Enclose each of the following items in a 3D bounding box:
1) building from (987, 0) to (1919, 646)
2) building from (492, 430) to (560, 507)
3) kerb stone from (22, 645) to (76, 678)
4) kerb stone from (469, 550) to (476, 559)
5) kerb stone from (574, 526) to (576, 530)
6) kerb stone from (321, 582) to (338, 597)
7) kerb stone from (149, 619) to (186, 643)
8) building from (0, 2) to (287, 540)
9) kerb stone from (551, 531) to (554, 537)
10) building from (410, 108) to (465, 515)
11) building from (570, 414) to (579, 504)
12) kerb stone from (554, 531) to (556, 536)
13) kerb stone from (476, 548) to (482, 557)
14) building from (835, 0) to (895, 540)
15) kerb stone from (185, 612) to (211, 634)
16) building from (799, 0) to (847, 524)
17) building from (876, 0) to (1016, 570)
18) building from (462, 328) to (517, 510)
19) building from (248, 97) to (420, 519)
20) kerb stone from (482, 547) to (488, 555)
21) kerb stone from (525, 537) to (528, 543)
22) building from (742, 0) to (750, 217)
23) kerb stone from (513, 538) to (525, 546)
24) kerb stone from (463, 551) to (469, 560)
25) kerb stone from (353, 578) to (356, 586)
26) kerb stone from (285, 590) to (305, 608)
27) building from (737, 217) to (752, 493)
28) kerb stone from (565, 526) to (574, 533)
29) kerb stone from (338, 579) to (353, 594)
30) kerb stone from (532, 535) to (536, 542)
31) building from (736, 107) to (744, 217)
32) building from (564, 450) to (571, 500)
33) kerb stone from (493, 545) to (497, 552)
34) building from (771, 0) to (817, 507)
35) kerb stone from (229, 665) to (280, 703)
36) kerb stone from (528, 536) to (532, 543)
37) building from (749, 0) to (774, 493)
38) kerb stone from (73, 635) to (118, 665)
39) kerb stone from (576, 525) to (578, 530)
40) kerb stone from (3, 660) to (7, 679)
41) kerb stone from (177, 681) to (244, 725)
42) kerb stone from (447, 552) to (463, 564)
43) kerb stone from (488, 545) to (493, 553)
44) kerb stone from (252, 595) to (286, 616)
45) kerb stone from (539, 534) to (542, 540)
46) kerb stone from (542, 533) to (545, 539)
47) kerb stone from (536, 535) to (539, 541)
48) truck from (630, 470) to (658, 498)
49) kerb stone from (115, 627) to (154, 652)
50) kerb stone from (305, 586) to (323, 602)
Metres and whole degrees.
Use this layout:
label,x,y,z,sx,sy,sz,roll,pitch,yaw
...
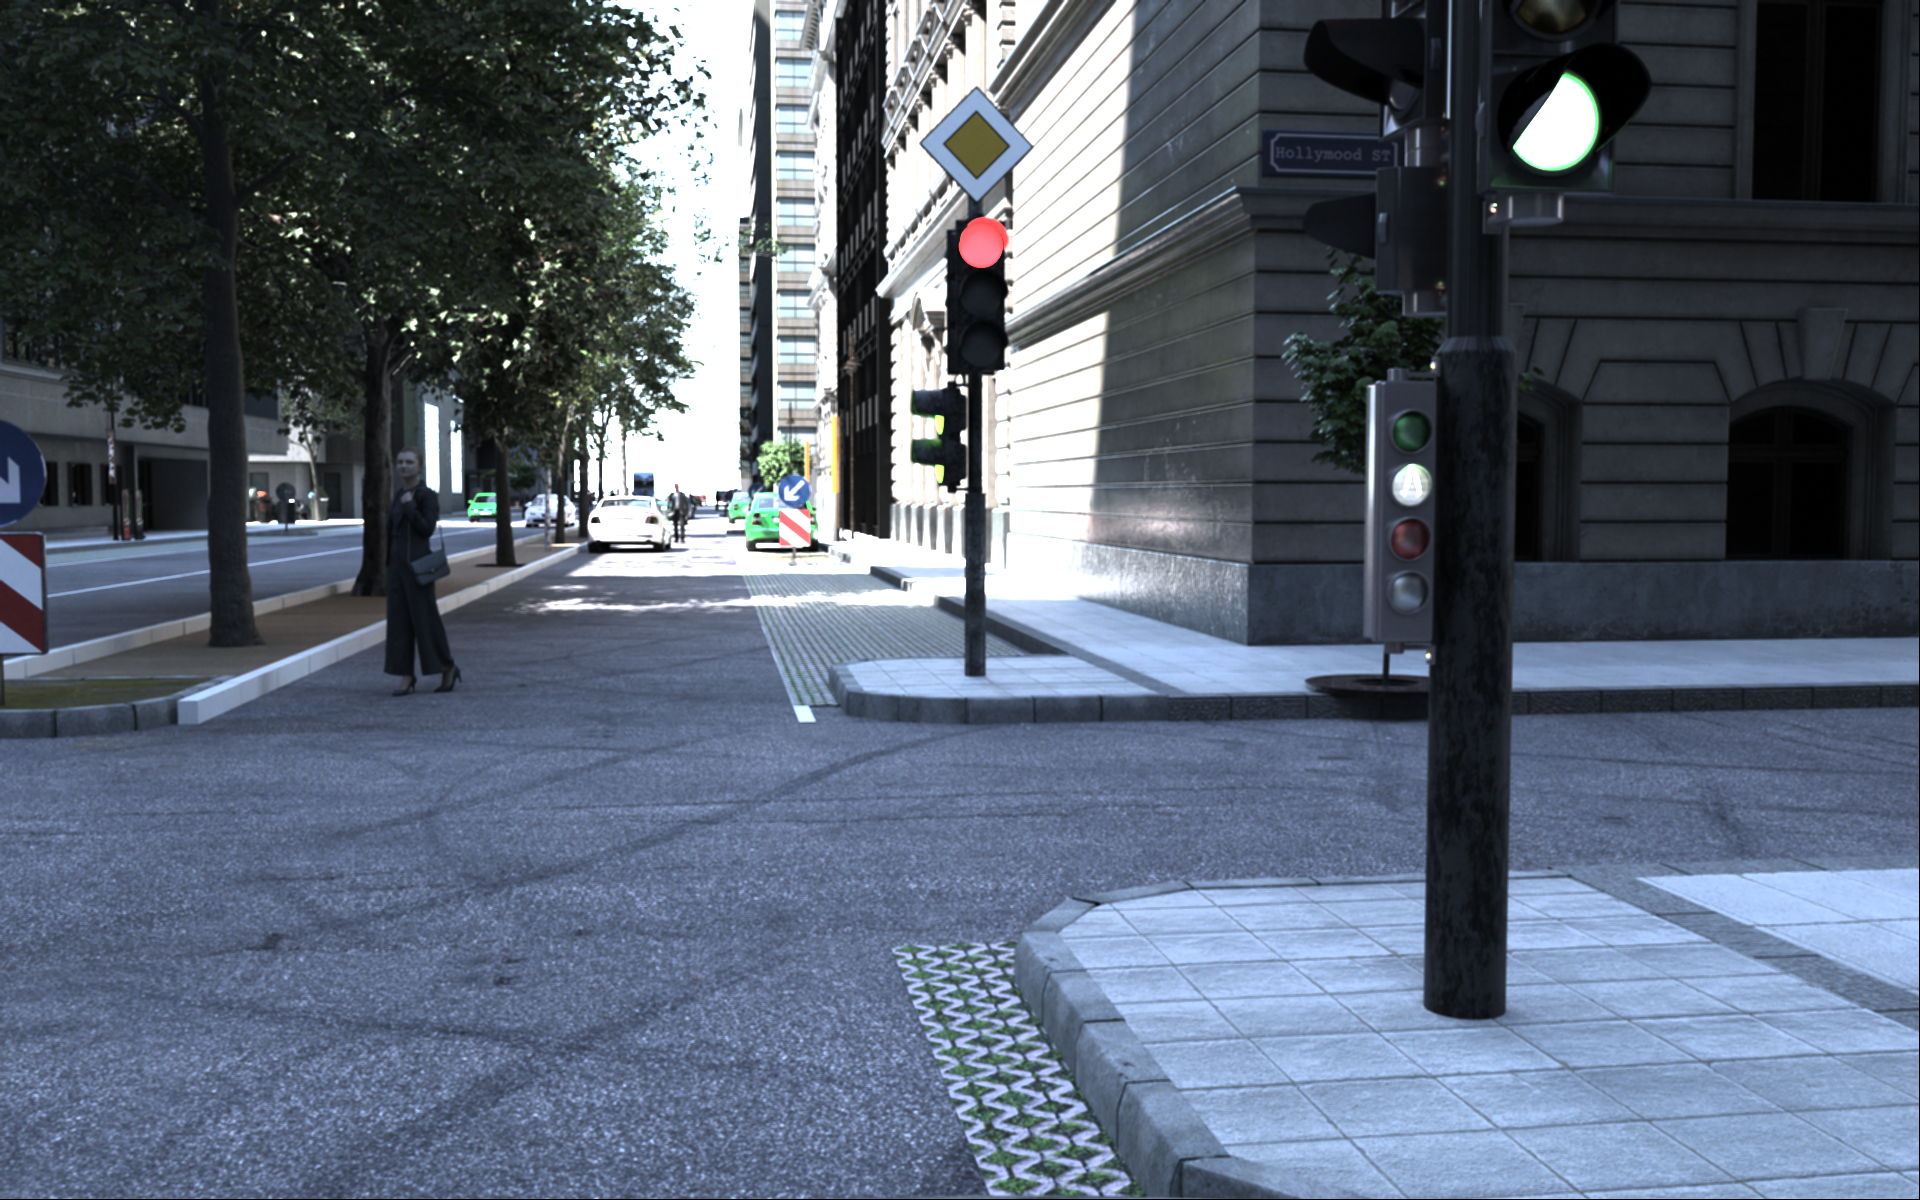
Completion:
label,x,y,z,sx,sy,sz,roll,pitch,yaw
building,18.447,-12.372,21.362,34.723,24.649,14.460,-1,4,-8
building,-53.432,-38.921,178.351,21.231,58.520,28.212,-1,4,-8
kerb stone,-7.386,0.505,13.942,0.120,0.150,1.000,-1,4,-8
kerb stone,-10.906,-0.988,38.343,0.120,0.150,1.000,-1,4,-8
kerb stone,-15.013,-2.723,66.764,0.120,0.150,1.000,-1,4,-8
kerb stone,-8.856,-0.116,24.095,0.120,0.150,1.000,-1,4,-8
kerb stone,-7.828,0.319,16.984,0.120,0.150,1.000,-1,4,-8
building,-31.474,-14.275,52.457,14.314,24.678,30.058,-1,4,-8
kerb stone,-13.683,-2.166,57.616,0.120,0.150,1.000,-1,4,-8
building,-43.969,-48.800,110.560,22.319,86.520,31.000,-1,4,-8
building,-59.828,-34.645,221.069,22.147,44.769,28.867,-1,4,-8
kerb stone,-13.983,-2.290,59.641,0.120,0.150,1.000,-1,4,-8
kerb stone,-11.056,-1.049,39.354,0.120,0.150,1.000,-1,4,-8
building,2.672,-13.879,56.595,12.332,23.373,15.834,-1,4,-8
kerb stone,-7.970,0.261,18.007,0.120,0.150,1.000,-1,4,-8
building,0.441,-17.663,76.187,14.401,28.519,23.554,-1,4,-8
building,4.146,-12.804,38.224,11.050,23.489,19.941,-1,4,-8
building,-51.399,-33.699,140.215,28.713,52.752,27.495,-1,4,-8
building,-36.912,-19.501,90.541,14.160,30.474,14.107,-1,4,-8
kerb stone,-11.199,-1.108,40.373,0.120,0.150,1.000,-1,4,-8
kerb stone,-12.529,-1.670,49.495,0.120,0.150,1.000,-1,4,-8
building,-14.787,-40.472,203.709,21.231,58.520,28.212,-1,4,-8
kerb stone,-12.365,-1.604,48.486,0.120,0.150,1.000,-1,4,-8
kerb stone,-10.757,-0.925,37.315,0.120,0.150,1.000,-1,4,-8
kerb stone,-9.152,-0.238,26.130,0.120,0.150,1.000,-1,4,-8
kerb stone,-8.557,0.008,22.068,0.120,0.150,1.000,-1,4,-8
building,-16.371,-25.156,182.998,14.160,30.474,14.107,-1,4,-8
kerb stone,-14.859,-2.659,65.743,0.120,0.150,1.000,-1,4,-8
kerb stone,-8.999,-0.178,25.113,0.120,0.150,1.000,-1,4,-8
kerb stone,-12.810,-1.794,51.522,0.120,0.150,1.000,-1,4,-8
building,-15.280,-39.346,232.552,28.713,52.752,27.495,-1,4,-8
building,-52.956,-26.233,200.614,14.160,30.474,14.107,-1,4,-8
kerb stone,-11.493,-1.235,42.395,0.120,0.150,1.000,-1,4,-8
building,-4.171,-25.643,102.850,14.154,41.232,14.086,-1,4,-8
kerb stone,-5.023,0.607,12.274,0.120,0.150,1.000,-1,4,-8
kerb stone,-12.661,-1.728,50.508,0.120,0.150,1.000,-1,4,-8
building,-7.450,-32.320,152.135,21.300,48.544,21.600,-1,4,-8
kerb stone,-7.529,0.442,14.962,0.120,0.150,1.000,-1,4,-8
kerb stone,-15.152,-2.786,67.778,0.120,0.150,1.000,-1,4,-8
kerb stone,-7.239,0.567,12.931,0.120,0.150,1.000,-1,4,-8
kerb stone,-4.873,0.670,11.264,0.120,0.150,1.000,-1,4,-8
kerb stone,-10.607,-0.862,36.297,0.120,0.150,1.000,-1,4,-8
kerb stone,-11.349,-1.174,41.383,0.120,0.150,1.000,-1,4,-8
kerb stone,-8.414,0.072,21.048,0.120,0.150,1.000,-1,4,-8
kerb stone,-13.104,-1.918,53.548,0.120,0.150,1.000,-1,4,-8
kerb stone,-13.242,-1.978,54.570,0.120,0.150,1.000,-1,4,-8
kerb stone,-12.951,-1.856,52.538,0.120,0.150,1.000,-1,4,-8
truck,-35.787,-12.708,197.532,2.967,4.110,18.799,-1,4,-8
kerb stone,-7.680,0.382,15.973,0.120,0.150,1.000,-1,4,-8
kerb stone,-8.703,-0.050,23.080,0.120,0.150,1.000,-1,4,-8
